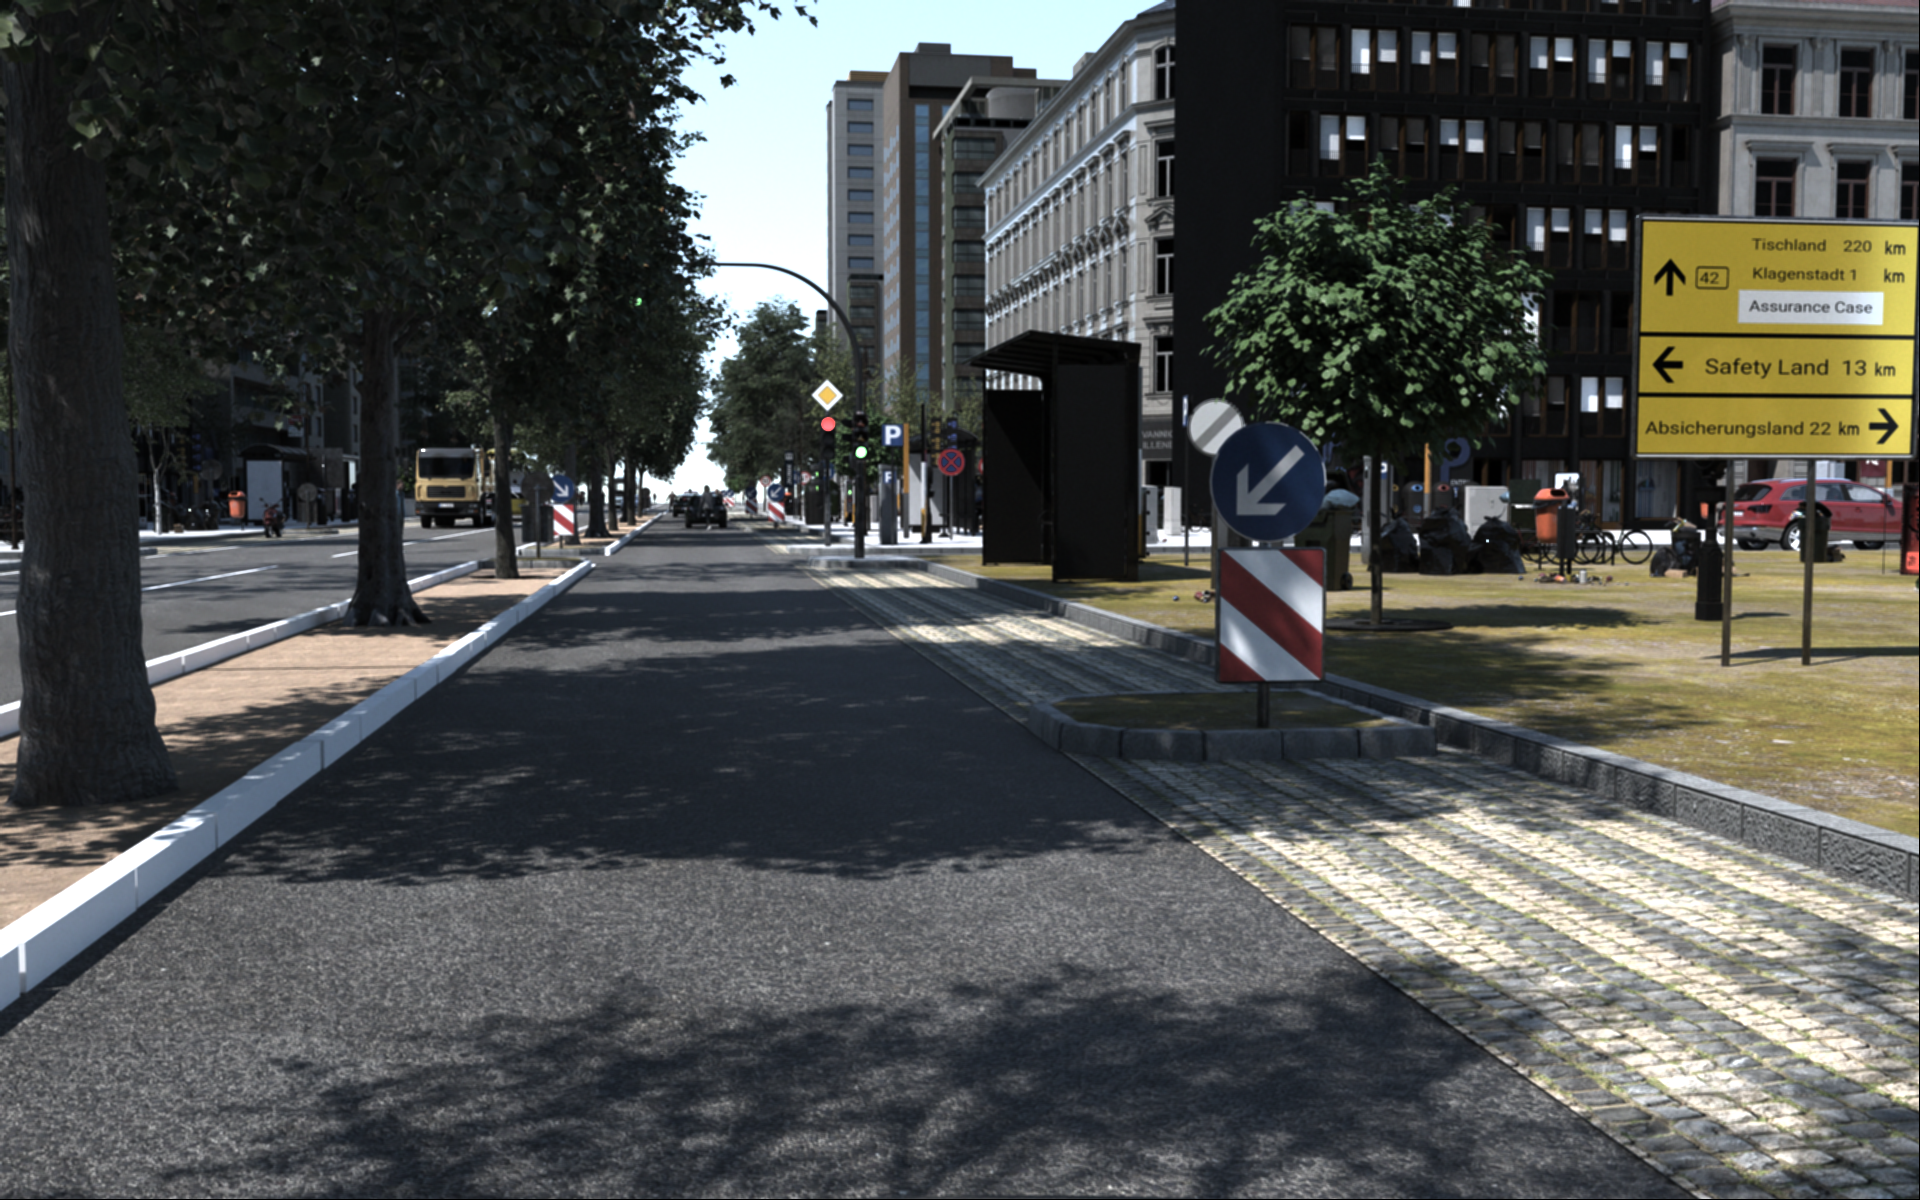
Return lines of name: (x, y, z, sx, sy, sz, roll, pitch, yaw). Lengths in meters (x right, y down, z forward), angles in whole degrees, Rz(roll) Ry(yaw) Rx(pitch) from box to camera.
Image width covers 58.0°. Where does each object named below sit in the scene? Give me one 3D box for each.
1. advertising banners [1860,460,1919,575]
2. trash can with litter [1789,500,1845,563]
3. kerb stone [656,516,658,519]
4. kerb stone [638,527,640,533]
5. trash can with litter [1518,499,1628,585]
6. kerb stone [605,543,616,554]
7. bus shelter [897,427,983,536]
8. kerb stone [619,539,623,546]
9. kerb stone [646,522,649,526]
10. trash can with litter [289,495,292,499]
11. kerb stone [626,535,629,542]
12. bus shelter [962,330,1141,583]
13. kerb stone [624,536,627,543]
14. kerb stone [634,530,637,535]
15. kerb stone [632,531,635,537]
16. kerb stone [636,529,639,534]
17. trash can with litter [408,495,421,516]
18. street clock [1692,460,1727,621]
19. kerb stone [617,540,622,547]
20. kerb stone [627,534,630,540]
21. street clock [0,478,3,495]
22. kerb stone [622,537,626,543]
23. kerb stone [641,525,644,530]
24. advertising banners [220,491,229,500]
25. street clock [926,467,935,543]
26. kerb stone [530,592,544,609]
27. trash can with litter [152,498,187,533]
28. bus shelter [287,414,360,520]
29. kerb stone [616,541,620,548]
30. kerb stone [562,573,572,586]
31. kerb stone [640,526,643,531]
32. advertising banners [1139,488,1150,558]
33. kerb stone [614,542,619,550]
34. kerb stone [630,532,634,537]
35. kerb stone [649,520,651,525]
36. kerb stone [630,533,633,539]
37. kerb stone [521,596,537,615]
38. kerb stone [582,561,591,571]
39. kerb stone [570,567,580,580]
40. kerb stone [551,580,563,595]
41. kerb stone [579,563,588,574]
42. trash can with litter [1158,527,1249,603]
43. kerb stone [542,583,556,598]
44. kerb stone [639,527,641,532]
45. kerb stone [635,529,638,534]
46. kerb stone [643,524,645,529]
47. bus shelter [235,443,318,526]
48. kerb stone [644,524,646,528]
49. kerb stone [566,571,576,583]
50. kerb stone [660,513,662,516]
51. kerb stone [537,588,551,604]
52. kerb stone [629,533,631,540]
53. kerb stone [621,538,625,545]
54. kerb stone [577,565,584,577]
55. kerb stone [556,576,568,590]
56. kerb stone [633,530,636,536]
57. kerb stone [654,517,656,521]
advertising banners: (15.119, -1.897, 27.209, 2.074, 3.025, 0.090, 3, 5, 43)
trash can with litter: (16.168, -1.298, 32.615, 1.055, 1.170, 0.624, -2, 4, -34)
kerb stone: (-16.116, -4.212, 91.115, 0.120, 0.150, 1.000, -1, 4, -9)
kerb stone: (-11.558, -2.419, 61.740, 0.120, 0.150, 1.000, -1, 4, -9)
trash can with litter: (9.121, -0.884, 25.512, 1.678, 1.210, 2.233, 2, 4, 31)
kerb stone: (-8.581, -1.243, 42.525, 0.120, 0.150, 1.000, -1, 4, -9)
bus shelter: (-0.668, -3.717, 54.704, 2.014, 3.302, 5.546, -1, 4, -9)
kerb stone: (-9.207, -1.491, 46.567, 0.120, 0.150, 1.000, -1, 4, -9)
kerb stone: (-13.280, -3.099, 72.895, 0.120, 0.150, 1.000, -1, 4, -9)
trash can with litter: (-40.984, -5.864, 106.925, 1.678, 1.210, 2.233, 1, 4, 16)
kerb stone: (-9.825, -1.737, 50.617, 0.120, 0.150, 1.000, -1, 4, -9)
bus shelter: (1.367, -2.247, 28.014, 1.731, 3.624, 6.357, -1, 4, -9)
kerb stone: (-9.680, -1.673, 49.602, 0.120, 0.150, 1.000, -1, 4, -9)
kerb stone: (-10.933, -2.172, 57.700, 0.120, 0.150, 1.000, -1, 4, -9)
kerb stone: (-10.614, -2.048, 55.681, 0.120, 0.150, 1.000, -1, 4, -9)
kerb stone: (-11.237, -2.295, 59.721, 0.120, 0.150, 1.000, -1, 4, -9)
trash can with litter: (-32.179, -5.467, 100.446, 2.233, 1.210, 1.678, -2, 4, -33)
street clock: (7.603, -0.792, 17.525, 0.358, 2.002, 0.471, -1, 4, -11)
kerb stone: (-9.041, -1.428, 45.557, 0.120, 0.150, 1.000, -1, 4, -9)
kerb stone: (-9.991, -1.801, 51.635, 0.120, 0.150, 1.000, -1, 4, -9)
street clock: (-39.316, -4.044, 70.688, 0.471, 2.002, 0.358, -2, 4, -26)
kerb stone: (-9.517, -1.615, 48.593, 0.120, 0.150, 1.000, -1, 4, -9)
kerb stone: (-12.183, -2.663, 65.797, 0.120, 0.150, 1.000, -1, 4, -9)
advertising banners: (-40.228, -6.006, 94.385, 0.090, 3.025, 2.074, 3, 5, 41)
street clock: (-0.832, -2.512, 45.646, 0.358, 2.002, 0.471, 0, 4, -1)
kerb stone: (-5.339, 0.031, 21.687, 0.120, 0.150, 1.000, -1, 4, -9)
trash can with litter: (-26.004, -2.788, 56.964, 1.055, 1.170, 0.624, -1, 4, -20)
bus shelter: (-33.067, -6.863, 89.835, 2.179, 5.291, 8.768, -1, 4, -9)
kerb stone: (-8.889, -1.367, 44.546, 0.120, 0.150, 1.000, -1, 4, -9)
kerb stone: (-6.126, -0.278, 26.746, 0.120, 0.150, 1.000, -1, 4, -9)
kerb stone: (-12.029, -2.603, 64.784, 0.120, 0.150, 1.000, -1, 4, -9)
advertising banners: (3.058, -2.315, 34.039, 0.090, 3.025, 2.074, 3, 5, 45)
kerb stone: (-8.727, -1.305, 43.537, 0.120, 0.150, 1.000, -1, 4, -9)
kerb stone: (-10.460, -1.983, 54.671, 0.120, 0.150, 1.000, -1, 4, -9)
kerb stone: (-13.910, -3.349, 76.947, 0.120, 0.150, 1.000, -1, 4, -9)
kerb stone: (-10.296, -1.920, 53.659, 0.120, 0.150, 1.000, -1, 4, -9)
kerb stone: (-5.181, 0.093, 20.675, 0.120, 0.150, 1.000, -1, 4, -9)
kerb stone: (-6.917, -0.584, 31.807, 0.120, 0.150, 1.000, -1, 4, -9)
kerb stone: (-6.444, -0.402, 28.766, 0.120, 0.150, 1.000, -1, 4, -9)
kerb stone: (-5.806, -0.155, 24.725, 0.120, 0.150, 1.000, -1, 4, -9)
kerb stone: (-6.749, -0.526, 30.799, 0.120, 0.150, 1.000, -1, 4, -9)
trash can with litter: (3.385, -0.602, 20.896, 1.678, 1.210, 2.233, 0, 4, -2)
kerb stone: (-5.662, -0.093, 23.713, 0.120, 0.150, 1.000, -1, 4, -9)
kerb stone: (-11.714, -2.480, 62.754, 0.120, 0.150, 1.000, -1, 4, -9)
kerb stone: (-11.085, -2.233, 58.711, 0.120, 0.150, 1.000, -1, 4, -9)
kerb stone: (-12.500, -2.788, 67.839, 0.120, 0.150, 1.000, -1, 4, -9)
bus shelter: (-28.272, -4.766, 71.853, 2.014, 3.302, 5.546, -1, 4, -9)
kerb stone: (-12.652, -2.844, 68.850, 0.120, 0.150, 1.000, -1, 4, -9)
kerb stone: (-6.287, -0.332, 27.756, 0.120, 0.150, 1.000, -1, 4, -9)
kerb stone: (-17.998, -4.958, 103.265, 0.120, 0.150, 1.000, -1, 4, -9)
kerb stone: (-5.500, -0.024, 22.699, 0.120, 0.150, 1.000, -1, 4, -9)
kerb stone: (-10.145, -1.861, 52.647, 0.120, 0.150, 1.000, -1, 4, -9)
kerb stone: (-9.359, -1.552, 47.578, 0.120, 0.150, 1.000, -1, 4, -9)
kerb stone: (-6.596, -0.464, 29.784, 0.120, 0.150, 1.000, -1, 4, -9)
kerb stone: (-5.968, -0.217, 25.736, 0.120, 0.150, 1.000, -1, 4, -9)
kerb stone: (-10.771, -2.110, 56.691, 0.120, 0.150, 1.000, -1, 4, -9)
kerb stone: (-15.490, -3.967, 87.058, 0.120, 0.150, 1.000, -1, 4, -9)
